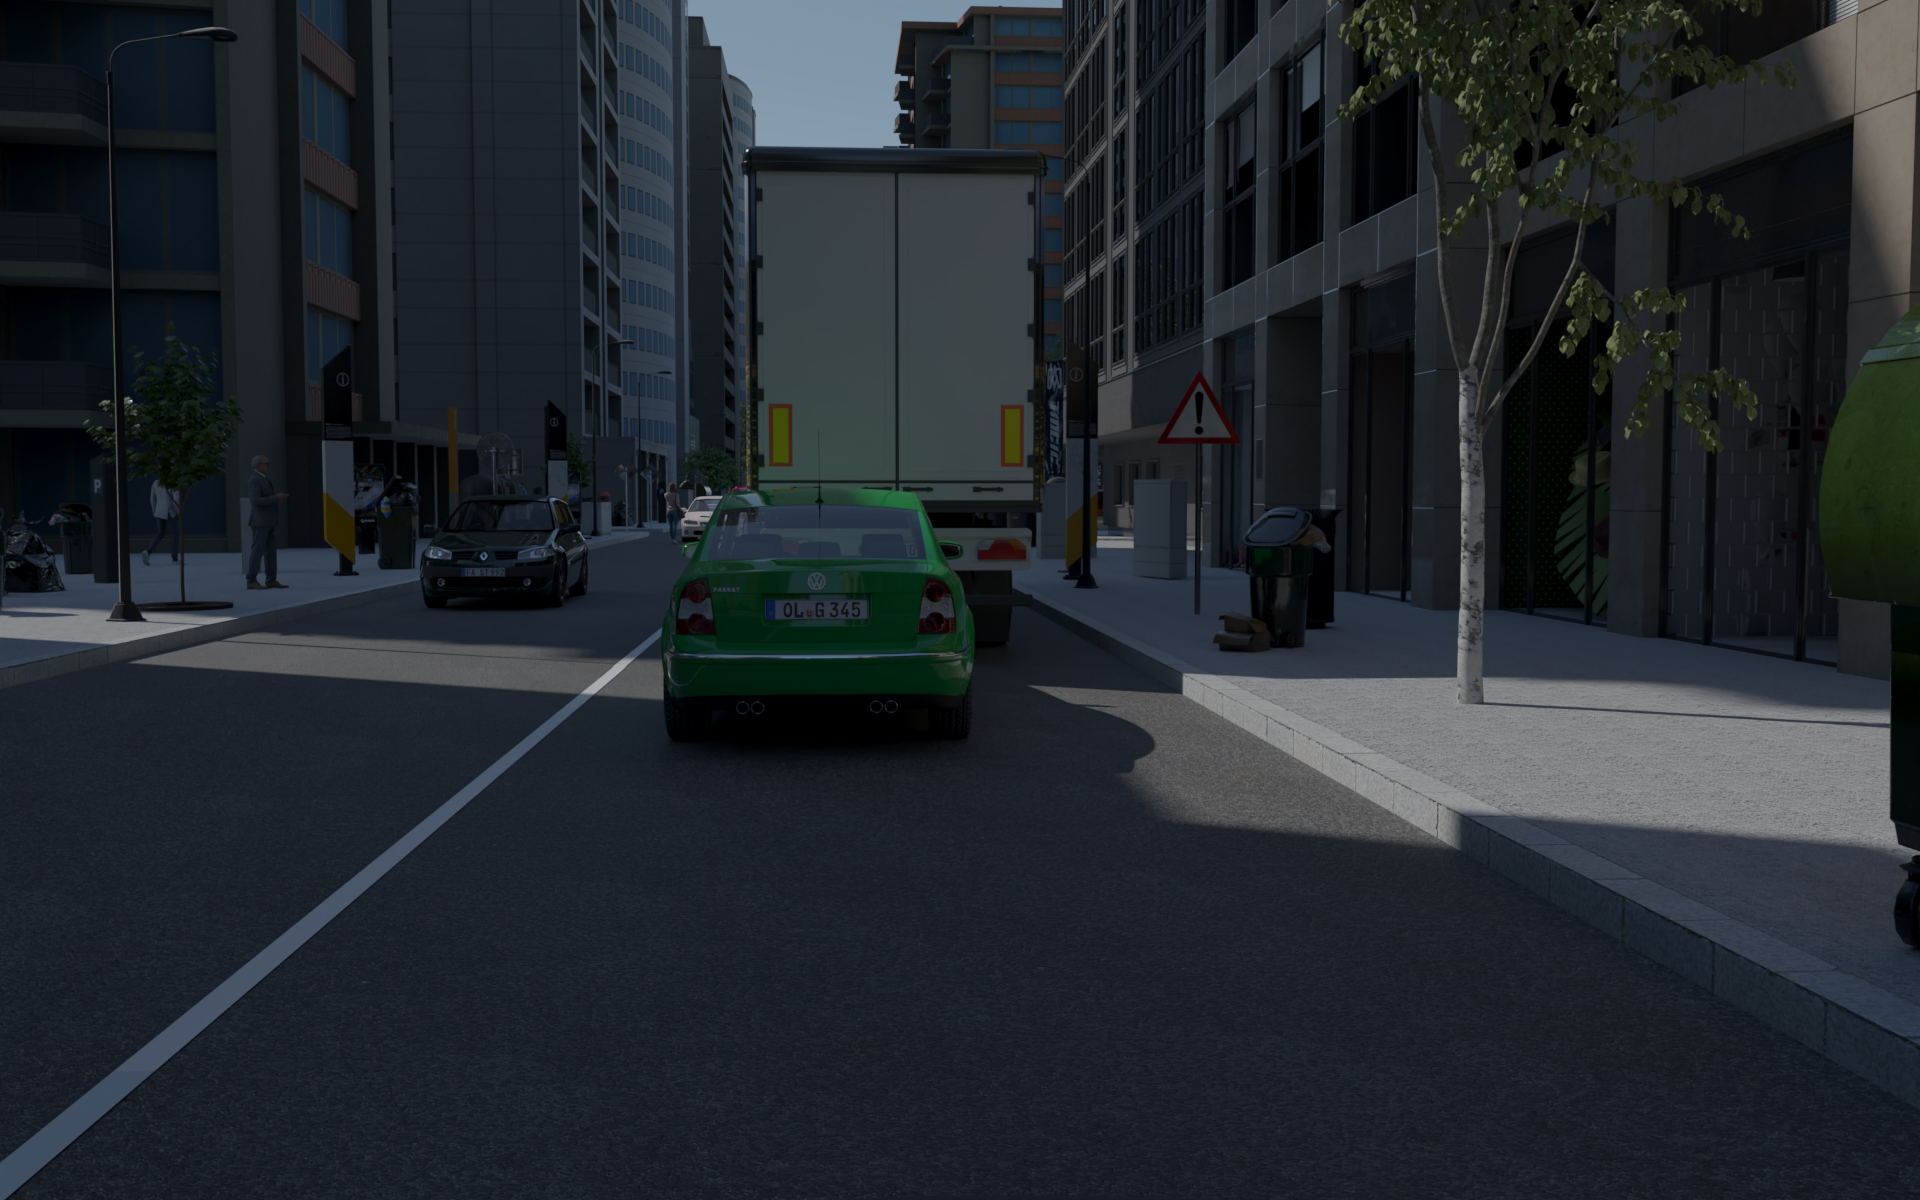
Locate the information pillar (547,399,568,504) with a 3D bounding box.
[{"bbox_3d":[-9.998,-3.158,42.996,0.504,3.616,0.183,-3,4,-38],"label":"information pillar"}]

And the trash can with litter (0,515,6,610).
[{"bbox_3d":[-10.903,-0.462,18.941,1.055,1.170,0.624,3,4,37],"label":"trash can with litter"}]

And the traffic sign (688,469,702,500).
[{"bbox_3d":[-13.619,-5.439,89.032,0.768,2.556,0.104,0,4,-2],"label":"traffic sign"}]

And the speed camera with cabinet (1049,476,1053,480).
[{"bbox_3d":[6.189,-6.883,106.875,0.660,3.252,2.038,-2,4,-26],"label":"speed camera with cabinet"}]

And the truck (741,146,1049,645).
[{"bbox_3d":[-0.962,-1.880,19.653,2.839,4.237,11.283,0,4,-5],"label":"truck"}]

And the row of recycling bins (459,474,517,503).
[{"bbox_3d":[-10.201,-1.852,37.396,1.069,1.692,3.534,0,4,-8],"label":"row of recycling bins"}]

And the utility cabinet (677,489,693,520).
[{"bbox_3d":[-13.232,-4.557,83.188,0.318,1.500,1.173,-3,5,-40],"label":"utility cabinet"}]

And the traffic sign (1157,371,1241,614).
[{"bbox_3d":[2.532,-1.126,18.412,0.884,2.594,0.081,0,4,1],"label":"traffic sign"}]

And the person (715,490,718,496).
[{"bbox_3d":[-19.330,-8.043,137.757,0.699,1.804,1.509,0,4,-1],"label":"person"}]

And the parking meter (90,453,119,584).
[{"bbox_3d":[-12.295,-1.177,24.949,0.399,1.863,0.255,2,4,34],"label":"parking meter"}]

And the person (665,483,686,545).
[{"bbox_3d":[-8.146,-2.456,49.239,0.593,1.750,0.643,1,4,18],"label":"person"}]

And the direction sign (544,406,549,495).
[{"bbox_3d":[-10.574,-3.206,44.422,0.379,3.537,0.876,-1,4,-20],"label":"direction sign"}]

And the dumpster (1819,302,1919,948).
[{"bbox_3d":[3.280,-0.097,4.088,1.502,2.255,1.985,0,4,-4],"label":"dumpster"}]

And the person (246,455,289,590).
[{"bbox_3d":[-9.316,-1.047,23.342,0.590,1.801,0.661,-1,4,-11],"label":"person"}]

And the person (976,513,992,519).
[{"bbox_3d":[0.425,-1.900,37.382,0.520,1.790,0.573,-2,4,-29],"label":"person"}]

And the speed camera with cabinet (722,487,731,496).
[{"bbox_3d":[-17.202,-8.204,128.463,0.660,3.252,2.038,0,4,6],"label":"speed camera with cabinet"}]

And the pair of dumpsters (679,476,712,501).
[{"bbox_3d":[-14.375,-5.591,93.907,1.574,2.255,4.437,0,4,-4],"label":"pair of dumpsters"}]

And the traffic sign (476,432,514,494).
[{"bbox_3d":[-9.491,-2.157,35.370,0.768,2.556,0.104,0,4,1],"label":"traffic sign"}]

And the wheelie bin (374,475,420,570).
[{"bbox_3d":[-9.635,-1.333,29.700,0.693,1.594,0.980,-1,4,-9],"label":"wheelie bin"}]

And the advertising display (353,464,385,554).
[{"bbox_3d":[-12.692,-1.944,37.004,0.123,1.923,0.974,2,4,30],"label":"advertising display"}]

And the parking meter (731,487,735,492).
[{"bbox_3d":[-17.375,-7.762,132.624,0.399,1.863,0.255,-2,4,-26],"label":"parking meter"}]

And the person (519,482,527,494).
[{"bbox_3d":[-17.915,-3.966,71.236,0.444,1.785,0.601,-1,4,-12],"label":"person"}]

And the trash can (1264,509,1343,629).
[{"bbox_3d":[3.288,-0.304,16.617,0.748,1.137,0.748,0,3,0],"label":"trash can"}]

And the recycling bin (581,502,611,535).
[{"bbox_3d":[-11.431,-2.562,54.435,0.722,1.027,0.722,1,4,13],"label":"recycling bin"}]

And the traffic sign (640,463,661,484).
[{"bbox_3d":[-11.688,-3.867,65.417,0.795,2.593,0.064,0,4,-4],"label":"traffic sign"}]

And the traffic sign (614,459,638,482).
[{"bbox_3d":[-11.080,-3.380,57.455,0.795,2.593,0.064,0,4,-4],"label":"traffic sign"}]

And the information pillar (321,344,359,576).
[{"bbox_3d":[-9.704,-2.184,27.057,0.183,3.616,0.504,3,5,42],"label":"information pillar"}]

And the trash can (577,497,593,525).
[{"bbox_3d":[-15.727,-3.725,72.565,0.748,1.137,0.748,0,3,0],"label":"trash can"}]

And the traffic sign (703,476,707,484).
[{"bbox_3d":[-14.559,-5.850,97.771,0.606,2.300,0.079,0,4,4],"label":"traffic sign"}]

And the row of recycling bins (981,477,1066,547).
[{"bbox_3d":[1.297,-2.156,42.367,3.534,1.692,1.069,3,4,39],"label":"row of recycling bins"}]

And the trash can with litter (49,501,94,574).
[{"bbox_3d":[-14.183,-1.017,28.018,0.624,1.170,1.055,0,4,-2],"label":"trash can with litter"}]

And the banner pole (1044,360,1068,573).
[{"bbox_3d":[1.653,-2.352,28.477,0.401,3.779,0.863,-3,4,-36],"label":"banner pole"}]

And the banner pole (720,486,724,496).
[{"bbox_3d":[-15.651,-7.578,113.917,0.401,3.779,0.863,-2,4,-26],"label":"banner pole"}]

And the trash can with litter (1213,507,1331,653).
[{"bbox_3d":[2.572,-0.182,14.355,0.624,1.170,1.055,3,4,38],"label":"trash can with litter"}]

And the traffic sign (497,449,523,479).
[{"bbox_3d":[-10.212,-2.270,39.247,0.606,2.300,0.079,0,4,-1],"label":"traffic sign"}]

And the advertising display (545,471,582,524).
[{"bbox_3d":[-10.934,-2.603,47.770,0.974,1.923,0.123,0,4,-2],"label":"advertising display"}]

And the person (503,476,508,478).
[{"bbox_3d":[-11.205,-2.249,43.014,0.583,1.804,0.606,3,5,41],"label":"person"}]

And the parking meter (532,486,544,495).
[{"bbox_3d":[-13.884,-2.974,57.029,0.372,1.533,0.369,0,3,0],"label":"parking meter"}]

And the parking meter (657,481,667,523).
[{"bbox_3d":[-13.155,-4.323,76.395,0.399,1.863,0.255,0,4,-6],"label":"parking meter"}]

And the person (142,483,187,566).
[{"bbox_3d":[-14.266,-1.539,31.054,0.661,1.843,0.795,2,4,23],"label":"person"}]

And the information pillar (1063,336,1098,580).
[{"bbox_3d":[1.805,-2.111,25.869,0.504,3.616,0.183,0,4,-7],"label":"information pillar"}]
